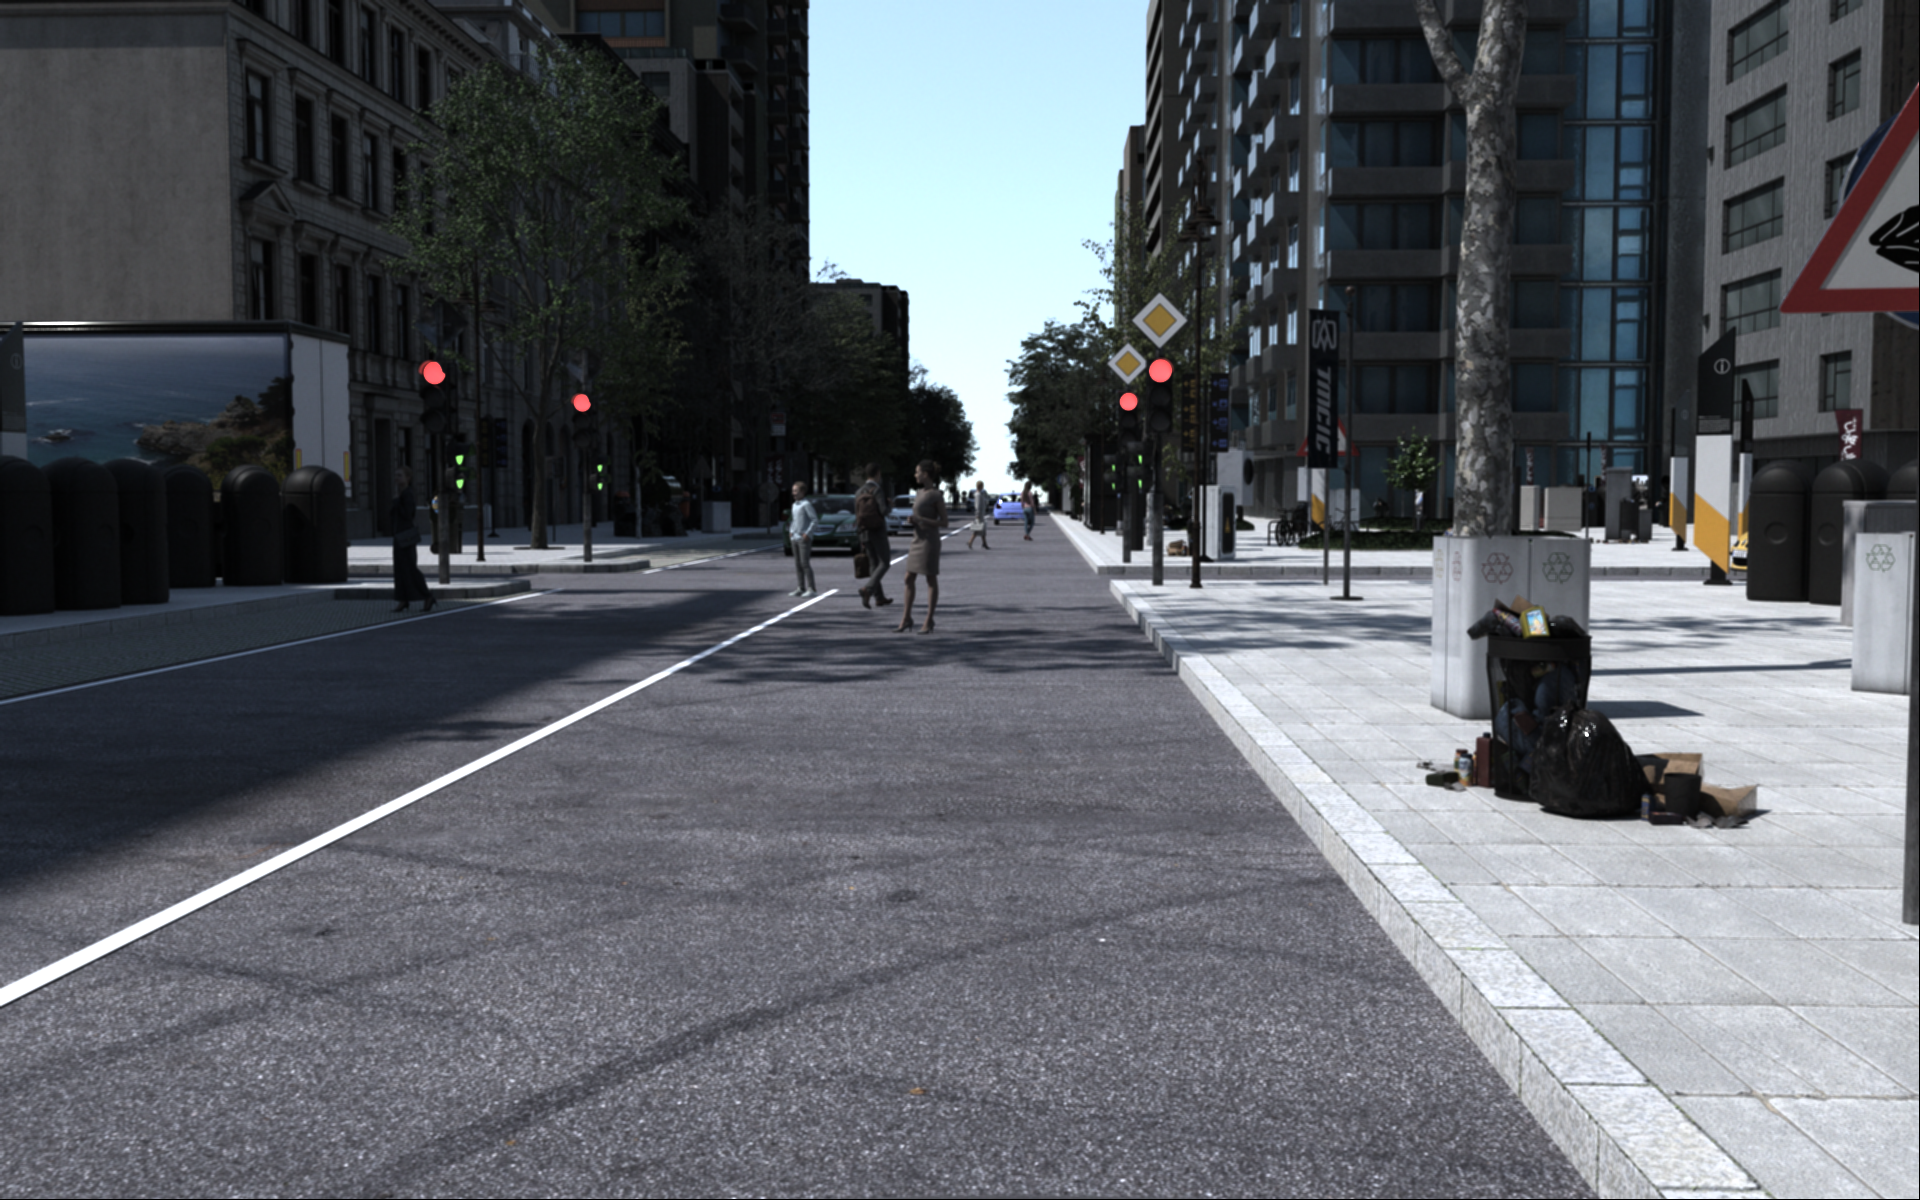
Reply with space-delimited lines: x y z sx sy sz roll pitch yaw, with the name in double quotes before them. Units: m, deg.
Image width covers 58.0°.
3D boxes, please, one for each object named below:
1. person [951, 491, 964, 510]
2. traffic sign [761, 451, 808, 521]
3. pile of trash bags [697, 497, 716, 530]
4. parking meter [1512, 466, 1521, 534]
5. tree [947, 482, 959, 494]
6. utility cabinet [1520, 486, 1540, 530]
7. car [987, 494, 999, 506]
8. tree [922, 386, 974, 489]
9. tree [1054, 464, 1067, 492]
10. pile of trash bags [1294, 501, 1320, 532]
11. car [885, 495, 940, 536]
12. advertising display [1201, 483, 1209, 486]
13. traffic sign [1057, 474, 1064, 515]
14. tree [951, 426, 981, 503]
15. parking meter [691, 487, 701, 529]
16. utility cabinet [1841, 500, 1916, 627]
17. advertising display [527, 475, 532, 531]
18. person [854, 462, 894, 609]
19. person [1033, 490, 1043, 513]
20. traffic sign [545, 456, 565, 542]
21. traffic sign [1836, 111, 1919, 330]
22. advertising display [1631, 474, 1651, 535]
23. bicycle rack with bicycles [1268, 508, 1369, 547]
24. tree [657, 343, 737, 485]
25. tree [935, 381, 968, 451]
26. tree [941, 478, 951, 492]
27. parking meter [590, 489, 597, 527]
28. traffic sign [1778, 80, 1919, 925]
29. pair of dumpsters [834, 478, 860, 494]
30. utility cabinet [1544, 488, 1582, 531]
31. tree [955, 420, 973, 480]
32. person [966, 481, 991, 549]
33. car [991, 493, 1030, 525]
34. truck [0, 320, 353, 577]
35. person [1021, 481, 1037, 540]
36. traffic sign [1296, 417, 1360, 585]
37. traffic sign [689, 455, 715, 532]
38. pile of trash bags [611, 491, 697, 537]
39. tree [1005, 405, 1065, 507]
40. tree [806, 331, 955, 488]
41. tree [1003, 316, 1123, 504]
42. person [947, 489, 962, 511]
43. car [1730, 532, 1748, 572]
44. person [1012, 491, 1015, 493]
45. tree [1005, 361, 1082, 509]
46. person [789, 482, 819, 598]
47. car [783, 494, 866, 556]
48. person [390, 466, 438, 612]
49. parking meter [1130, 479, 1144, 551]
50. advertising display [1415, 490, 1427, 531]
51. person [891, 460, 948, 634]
"person" -0.210 -9.005 156.408 1.217 1.739 0.721 0 4 5
"traffic sign" -8.343 -5.407 82.283 2.265 3.308 0.079 1 4 9
"pile of trash bags" -9.476 -3.140 61.091 1.912 1.369 3.447 0 4 0
"parking meter" 11.643 -1.895 36.691 0.399 1.863 0.255 3 4 37
"tree" -1.002 -15.580 249.337 1.663 3.219 1.824 0 3 0
"utility cabinet" 14.962 -2.316 46.548 0.318 1.500 1.173 -3 5 -41
"car" 3.477 -10.572 182.633 2.009 1.686 4.222 0 4 1
"tree" -2.763 -18.160 203.562 9.857 13.997 8.962 0 3 0
"tree" 6.704 -7.025 109.456 1.663 3.219 1.824 0 3 0
"pile of trash bags" 12.483 -3.000 58.804 1.912 1.369 3.447 0 4 -4
"car" -1.639 -2.959 60.381 2.014 1.417 4.499 0 4 2
"advertising display" 14.772 -6.080 104.618 0.974 1.923 0.123 -2 4 -26
"traffic sign" 6.283 -6.448 105.525 0.768 2.556 0.104 1 4 11
"tree" -0.621 -20.466 260.372 9.928 11.665 9.643 0 3 0
"parking meter" -9.832 -3.437 64.603 0.372 1.533 0.369 0 3 0
"utility cabinet" 9.087 -0.346 16.825 1.020 1.237 0.306 -1 4 -17
"advertising display" -14.949 -3.359 60.141 0.123 1.923 0.974 -1 4 -14
"person" -1.111 -0.822 21.907 0.622 1.834 0.822 3 4 37
"person" 6.019 -7.624 133.947 0.742 1.727 0.445 -1 4 -9
"traffic sign" -10.914 -2.715 46.523 0.606 2.300 0.079 0 4 3
"traffic sign" 3.186 -0.336 5.598 0.768 2.556 0.104 0 4 5
"advertising display" 21.361 -3.036 54.856 0.123 1.923 0.974 -3 5 -43
"bicycle rack with bicycles" 8.682 -1.805 42.893 2.852 0.926 2.925 3 5 42
"tree" -12.729 -8.091 82.647 4.360 8.622 3.978 0 3 0
"tree" -4.492 -14.523 147.822 12.009 13.543 11.850 0 3 0
"tree" -1.642 -17.540 237.134 4.737 8.622 4.395 0 3 0
"parking meter" -14.227 -3.574 66.839 0.372 1.533 0.369 0 3 0
"traffic sign" 2.853 -0.312 5.102 0.884 2.594 0.081 0 4 8
"pair of dumpsters" -6.931 -6.322 105.856 1.574 2.255 4.437 0 4 2
"utility cabinet" 20.385 -3.051 58.559 1.173 1.500 0.318 0 4 -3
"tree" -3.487 -15.732 174.231 9.611 12.733 9.660 0 3 0
"person" 0.477 -2.208 44.959 0.624 1.780 0.694 1 4 10
"car" 2.437 -4.376 81.144 1.945 1.707 3.694 0 4 0
"truck" -16.281 -2.478 29.436 11.283 4.237 2.839 0 4 3
"person" 2.142 -2.756 53.575 0.555 1.821 0.388 2 4 31
"traffic sign" 5.150 -1.486 24.307 0.884 2.594 0.081 0 4 4
"traffic sign" -8.637 -3.544 57.952 0.884 2.594 0.081 0 4 8
"pile of trash bags" -9.761 -2.640 52.920 1.912 1.369 3.447 -2 4 -35
"tree" 9.460 -15.936 170.925 12.009 13.543 11.850 0 3 0
"tree" -6.301 -12.402 119.780 9.611 12.733 9.660 0 3 0
"tree" 7.691 -13.181 122.163 9.857 13.997 8.962 0 3 0
"person" -0.450 -8.391 145.686 1.348 1.826 0.705 -1 4 -16
"car" 14.680 -1.098 28.184 3.980 1.641 2.015 0 4 1
"person" 4.952 -9.487 164.136 0.750 1.759 0.617 -2 4 -30
"tree" 8.465 -13.994 145.803 9.611 12.733 9.660 0 3 0
"person" -2.216 -0.848 24.180 0.330 1.601 0.589 -2 4 -29
"car" -3.118 -1.831 41.736 2.131 1.459 4.920 0 4 2
"person" -6.679 -0.738 20.990 0.576 1.772 0.534 3 5 42
"parking meter" 3.985 -2.050 39.234 0.255 1.863 0.399 2 4 28
"advertising display" 13.886 -2.877 52.251 0.123 1.923 0.974 0 4 0
"person" -0.405 -0.545 17.750 0.374 1.781 0.599 -3 4 -38
